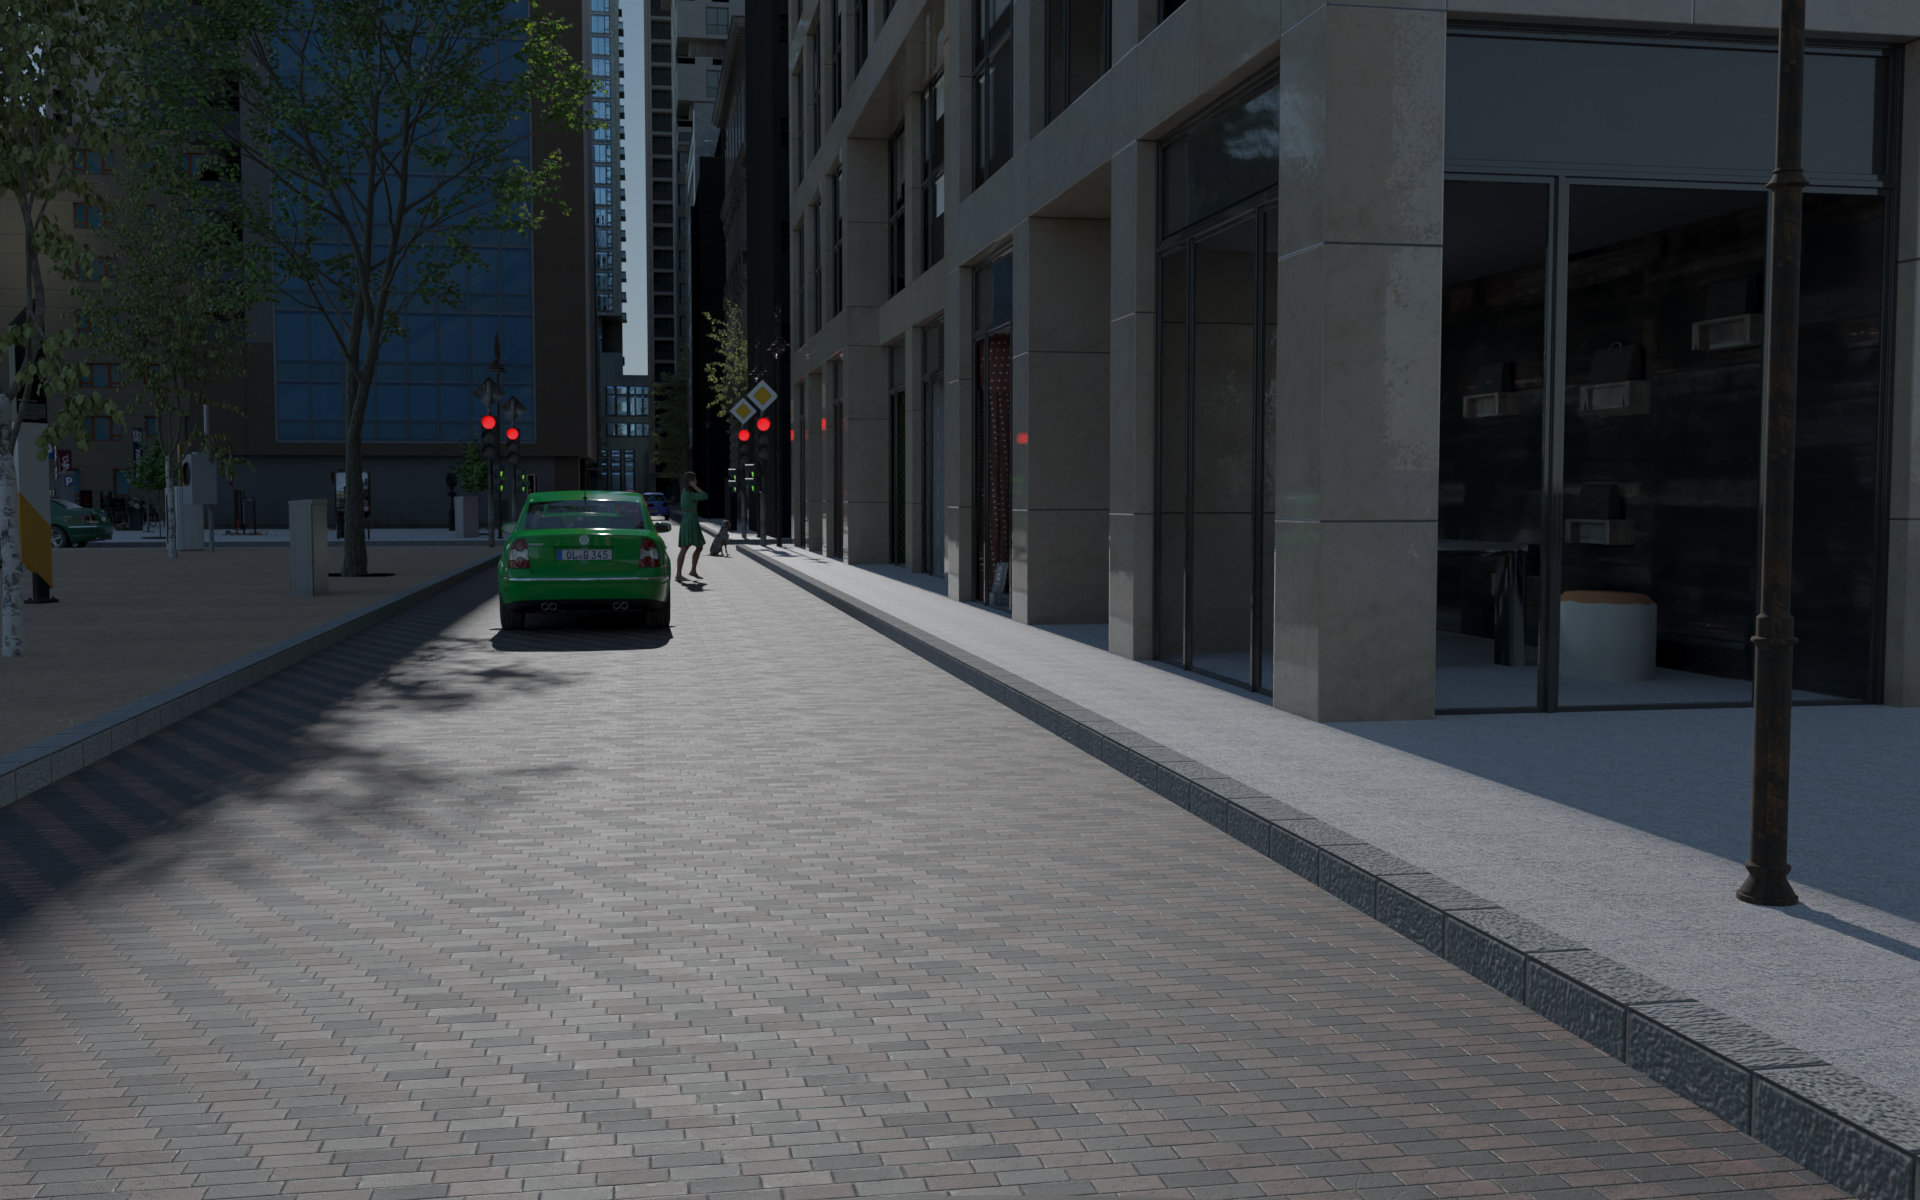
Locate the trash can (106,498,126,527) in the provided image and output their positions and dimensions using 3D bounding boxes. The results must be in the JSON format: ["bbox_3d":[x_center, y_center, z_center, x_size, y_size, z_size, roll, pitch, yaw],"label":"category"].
[{"bbox_3d":[-33.289,-3.468,68.351,0.748,1.137,0.748,0,3,0],"label":"trash can"}]

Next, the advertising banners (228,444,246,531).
[{"bbox_3d":[-25.519,-3.970,61.103,0.090,3.025,2.074,-1,4,-9],"label":"advertising banners"}]

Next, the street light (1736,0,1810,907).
[{"bbox_3d":[2.551,-1.988,5.294,0.468,5.910,1.993,-1,4,-10],"label":"street light"}]

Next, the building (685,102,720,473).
[{"bbox_3d":[-11.864,-18.198,115.558,12.078,24.808,19.932,-1,4,-10],"label":"building"}]

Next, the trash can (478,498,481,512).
[{"bbox_3d":[-15.954,-2.732,56.320,0.748,1.137,0.748,0,3,0],"label":"trash can"}]

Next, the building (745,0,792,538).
[{"bbox_3d":[1.303,-13.899,56.927,15.834,23.373,12.332,-1,4,-10],"label":"building"}]

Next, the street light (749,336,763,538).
[{"bbox_3d":[-5.931,-4.779,50.924,0.468,5.910,1.993,-1,4,-10],"label":"street light"}]

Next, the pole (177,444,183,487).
[{"bbox_3d":[-31.553,-4.668,70.168,0.158,3.312,0.155,0,3,0],"label":"pole"}]

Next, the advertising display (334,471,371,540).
[{"bbox_3d":[-17.064,-2.658,48.679,0.974,1.923,0.123,0,4,0],"label":"advertising display"}]

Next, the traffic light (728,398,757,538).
[{"bbox_3d":[-6.323,-3.765,50.470,0.839,4.253,0.868,-1,4,-10],"label":"traffic light"}]

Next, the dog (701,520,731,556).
[{"bbox_3d":[-5.710,-1.435,40.291,0.800,0.831,0.513,-1,4,-12],"label":"dog"}]

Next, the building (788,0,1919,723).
[{"bbox_3d":[8.350,-13.628,27.339,19.350,26.468,34.151,-1,4,-10],"label":"building"}]

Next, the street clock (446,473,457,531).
[{"bbox_3d":[-17.600,-3.391,60.011,0.358,2.002,0.471,-3,5,-39],"label":"street clock"}]

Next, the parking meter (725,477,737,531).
[{"bbox_3d":[-7.960,-3.337,60.265,0.255,1.863,0.399,3,4,36],"label":"parking meter"}]

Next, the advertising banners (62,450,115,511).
[{"bbox_3d":[-34.885,-4.463,69.162,2.074,3.025,0.090,-3,5,-43],"label":"advertising banners"}]

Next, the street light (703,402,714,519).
[{"bbox_3d":[-12.665,-7.005,87.325,0.468,5.910,1.993,-1,4,-10],"label":"street light"}]

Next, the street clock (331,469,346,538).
[{"bbox_3d":[-18.013,-2.801,50.366,0.471,2.002,0.358,1,4,19],"label":"street clock"}]

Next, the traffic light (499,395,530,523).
[{"bbox_3d":[-12.673,-3.692,49.280,0.839,4.253,0.868,-1,4,-10],"label":"traffic light"}]

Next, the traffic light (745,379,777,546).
[{"bbox_3d":[-4.866,-3.284,42.619,0.839,4.253,0.868,-1,4,-10],"label":"traffic light"}]

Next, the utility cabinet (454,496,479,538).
[{"bbox_3d":[-14.532,-2.438,51.022,0.306,1.237,1.020,1,4,9],"label":"utility cabinet"}]

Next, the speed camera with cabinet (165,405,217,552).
[{"bbox_3d":[-17.243,-2.719,38.794,0.660,3.252,2.038,-3,5,-40],"label":"speed camera with cabinet"}]

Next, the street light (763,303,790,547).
[{"bbox_3d":[-4.411,-4.240,42.116,0.468,5.910,1.993,-1,4,-10],"label":"street light"}]

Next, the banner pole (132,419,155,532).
[{"bbox_3d":[-27.252,-4.139,57.693,0.401,3.779,0.863,1,4,14],"label":"banner pole"}]

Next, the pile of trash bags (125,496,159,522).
[{"bbox_3d":[-37.580,-4.302,80.097,3.447,1.369,1.912,-3,4,-37],"label":"pile of trash bags"}]

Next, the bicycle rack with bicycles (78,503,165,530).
[{"bbox_3d":[-31.970,-3.249,66.499,2.852,0.926,2.925,0,4,-6],"label":"bicycle rack with bicycles"}]

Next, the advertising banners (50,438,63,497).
[{"bbox_3d":[-28.437,-3.557,54.353,0.090,3.025,2.074,-2,4,-34],"label":"advertising banners"}]

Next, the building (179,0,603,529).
[{"bbox_3d":[-22.006,-25.638,69.297,14.600,45.320,14.200,-1,4,-10],"label":"building"}]

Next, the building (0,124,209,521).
[{"bbox_3d":[-36.093,-15.436,97.414,27.650,21.520,28.899,-1,4,-10],"label":"building"}]

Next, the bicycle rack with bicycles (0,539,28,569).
[{"bbox_3d":[-17.044,-0.958,29.038,2.925,0.926,2.852,1,4,19],"label":"bicycle rack with bicycles"}]

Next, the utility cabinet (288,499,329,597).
[{"bbox_3d":[-8.292,-0.666,22.046,0.306,1.237,1.020,-1,4,-10],"label":"utility cabinet"}]

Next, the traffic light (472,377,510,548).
[{"bbox_3d":[-11.216,-3.211,41.428,0.839,4.253,0.868,-1,4,-10],"label":"traffic light"}]

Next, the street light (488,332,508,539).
[{"bbox_3d":[-13.169,-4.688,49.437,0.468,5.910,1.993,-1,4,-10],"label":"street light"}]

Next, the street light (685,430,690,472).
[{"bbox_3d":[-19.487,-9.255,124.106,0.468,5.910,1.993,-1,4,-10],"label":"street light"}]
